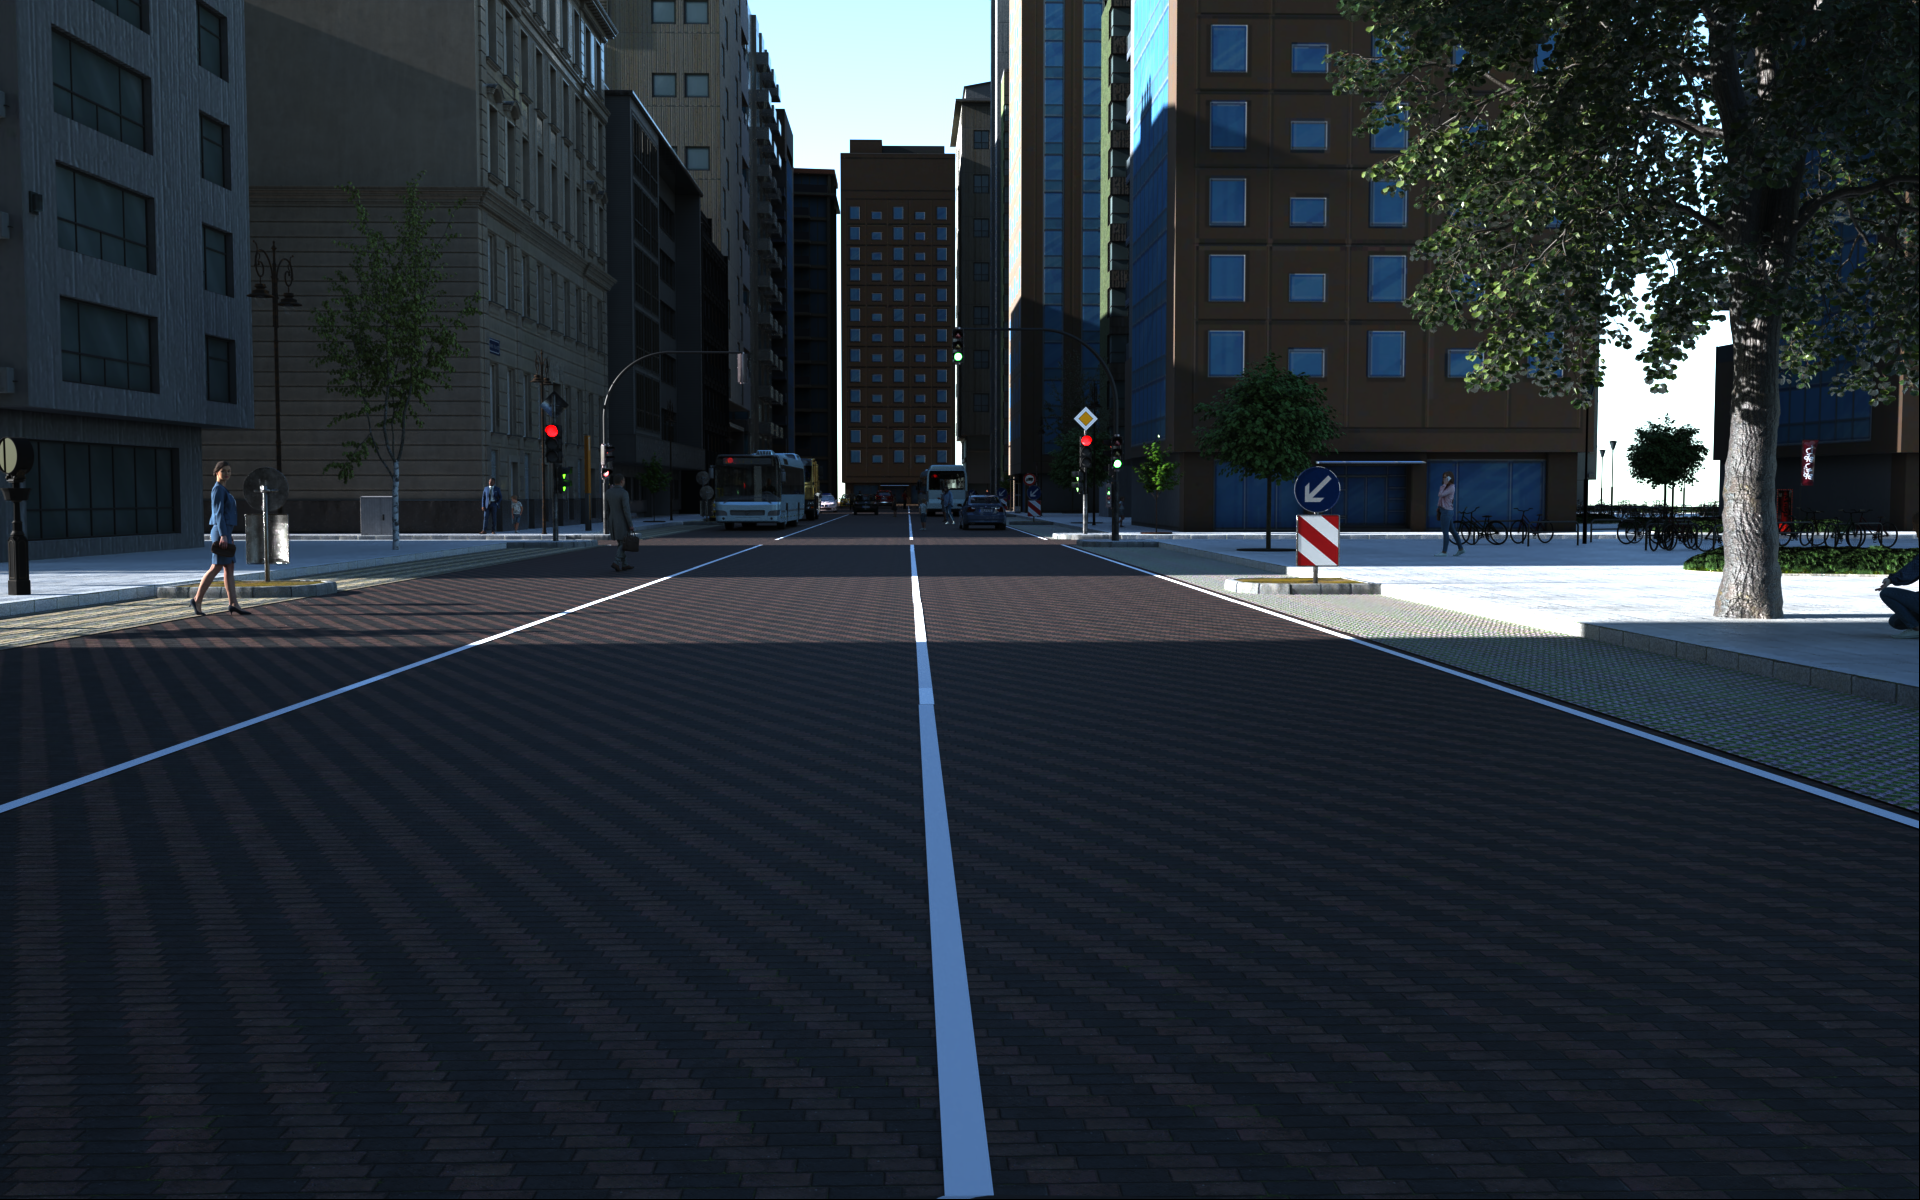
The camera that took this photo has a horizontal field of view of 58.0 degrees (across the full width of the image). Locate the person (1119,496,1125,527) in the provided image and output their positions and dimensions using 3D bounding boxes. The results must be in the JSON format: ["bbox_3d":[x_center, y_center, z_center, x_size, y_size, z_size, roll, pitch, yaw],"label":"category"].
[{"bbox_3d":[6.200,-3.420,66.972,0.382,1.210,0.505,1,4,11],"label":"person"}]

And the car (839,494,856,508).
[{"bbox_3d":[-11.517,-10.304,178.693,2.015,1.641,3.980,0,4,-4],"label":"car"}]

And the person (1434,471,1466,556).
[{"bbox_3d":[10.093,-1.773,35.630,0.643,1.750,0.593,1,4,13],"label":"person"}]

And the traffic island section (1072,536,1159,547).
[{"bbox_3d":[4.288,-1.555,47.702,2.009,0.180,2.903,0,4,-2],"label":"traffic island section"}]

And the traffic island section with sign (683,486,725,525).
[{"bbox_3d":[-11.717,-4.382,80.275,1.989,1.847,2.006,0,4,-2],"label":"traffic island section with sign"}]

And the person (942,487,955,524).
[{"bbox_3d":[-0.528,-4.511,82.515,0.793,1.790,0.793,1,4,15],"label":"person"}]

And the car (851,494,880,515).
[{"bbox_3d":[-6.518,-6.723,119.709,2.009,1.686,4.222,0,4,-4],"label":"car"}]

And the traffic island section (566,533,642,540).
[{"bbox_3d":[-11.289,-2.015,55.225,2.009,0.180,2.903,0,4,-2],"label":"traffic island section"}]

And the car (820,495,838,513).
[{"bbox_3d":[-10.481,-7.479,134.646,2.083,1.381,4.827,0,4,-3],"label":"car"}]

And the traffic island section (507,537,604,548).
[{"bbox_3d":[-11.046,-1.527,47.243,2.009,0.180,2.903,0,4,-2],"label":"traffic island section"}]

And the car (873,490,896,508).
[{"bbox_3d":[-7.613,-10.139,174.452,2.281,1.827,5.304,0,4,-2],"label":"car"}]

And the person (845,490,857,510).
[{"bbox_3d":[-9.549,-8.847,153.157,1.348,1.823,0.705,-1,4,-14],"label":"person"}]

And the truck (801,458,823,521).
[{"bbox_3d":[-9.208,-6.116,95.920,3.469,3.379,9.791,0,4,-3],"label":"truck"}]

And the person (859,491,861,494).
[{"bbox_3d":[-11.159,-11.340,193.929,0.705,1.822,1.348,3,5,44],"label":"person"}]

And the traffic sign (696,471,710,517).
[{"bbox_3d":[-14.188,-5.840,95.583,0.768,2.556,0.104,0,4,0],"label":"traffic sign"}]

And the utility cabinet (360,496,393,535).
[{"bbox_3d":[-18.176,-2.627,54.106,1.020,1.237,0.306,0,4,-5],"label":"utility cabinet"}]

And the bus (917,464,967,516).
[{"bbox_3d":[-1.215,-7.398,115.813,2.948,3.499,13.247,0,4,-3],"label":"bus"}]

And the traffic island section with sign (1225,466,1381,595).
[{"bbox_3d":[4.966,-1.030,25.467,1.989,1.847,2.006,0,4,-2],"label":"traffic island section with sign"}]

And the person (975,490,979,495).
[{"bbox_3d":[1.805,-12.012,203.265,1.217,1.723,0.721,-1,4,-23],"label":"person"}]

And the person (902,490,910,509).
[{"bbox_3d":[-5.131,-9.390,161.962,0.705,1.831,1.348,2,4,30],"label":"person"}]

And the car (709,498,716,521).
[{"bbox_3d":[-12.301,-4.976,91.579,2.015,1.641,3.980,0,4,-3],"label":"car"}]

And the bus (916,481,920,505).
[{"bbox_3d":[-3.276,-12.085,192.448,2.948,3.499,13.247,0,4,-3],"label":"bus"}]

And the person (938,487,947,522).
[{"bbox_3d":[-0.874,-4.992,90.476,0.532,1.782,0.716,1,4,18],"label":"person"}]

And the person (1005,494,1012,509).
[{"bbox_3d":[4.289,-8.789,152.963,0.599,1.433,0.991,-3,4,-37],"label":"person"}]

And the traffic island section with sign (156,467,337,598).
[{"bbox_3d":[-10.032,-0.979,24.642,1.989,1.847,2.006,0,4,-2],"label":"traffic island section with sign"}]

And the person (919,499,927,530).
[{"bbox_3d":[-1.473,-3.401,68.790,0.332,1.250,0.352,1,4,22],"label":"person"}]

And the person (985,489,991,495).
[{"bbox_3d":[2.608,-9.460,161.632,0.541,1.710,0.530,-1,4,-11],"label":"person"}]

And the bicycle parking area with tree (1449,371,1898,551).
[{"bbox_3d":[17.253,-3.380,42.271,9.016,4.147,8.231,-1,4,-16],"label":"bicycle parking area with tree"}]

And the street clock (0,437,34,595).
[{"bbox_3d":[-11.984,-1.067,22.010,0.471,2.002,0.358,2,4,31],"label":"street clock"}]

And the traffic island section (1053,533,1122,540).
[{"bbox_3d":[4.046,-2.043,55.683,2.009,0.180,2.903,0,4,-2],"label":"traffic island section"}]

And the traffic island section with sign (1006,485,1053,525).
[{"bbox_3d":[3.288,-4.402,80.601,1.989,1.847,2.006,0,4,-2],"label":"traffic island section with sign"}]

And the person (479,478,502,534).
[{"bbox_3d":[-15.082,-3.023,55.645,0.721,1.800,0.419,-1,4,-10],"label":"person"}]

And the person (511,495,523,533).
[{"bbox_3d":[-14.446,-2.798,56.468,0.332,1.250,0.352,2,4,33],"label":"person"}]

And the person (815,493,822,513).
[{"bbox_3d":[-10.539,-7.375,129.255,0.511,1.800,0.466,0,4,8],"label":"person"}]

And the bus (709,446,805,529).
[{"bbox_3d":[-8.333,-4.776,72.950,2.948,3.499,13.247,0,4,-1],"label":"bus"}]

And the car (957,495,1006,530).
[{"bbox_3d":[0.903,-3.574,70.439,2.014,1.417,4.499,0,4,-3],"label":"car"}]

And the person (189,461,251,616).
[{"bbox_3d":[-8.759,-0.731,20.472,0.654,1.822,0.581,0,4,-3],"label":"person"}]

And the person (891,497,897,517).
[{"bbox_3d":[-4.127,-5.820,108.323,0.373,1.253,0.362,3,5,43],"label":"person"}]

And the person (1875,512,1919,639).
[{"bbox_3d":[8.426,-0.234,15.370,0.738,1.151,1.012,3,5,43],"label":"person"}]

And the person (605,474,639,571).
[{"bbox_3d":[-6.289,-1.447,32.258,0.694,1.812,0.767,3,4,36],"label":"person"}]

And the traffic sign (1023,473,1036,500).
[{"bbox_3d":[4.217,-6.421,105.097,0.768,2.556,0.104,0,4,3],"label":"traffic sign"}]

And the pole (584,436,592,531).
[{"bbox_3d":[-12.980,-4.071,60.412,0.158,3.312,0.155,0,3,0],"label":"pole"}]
